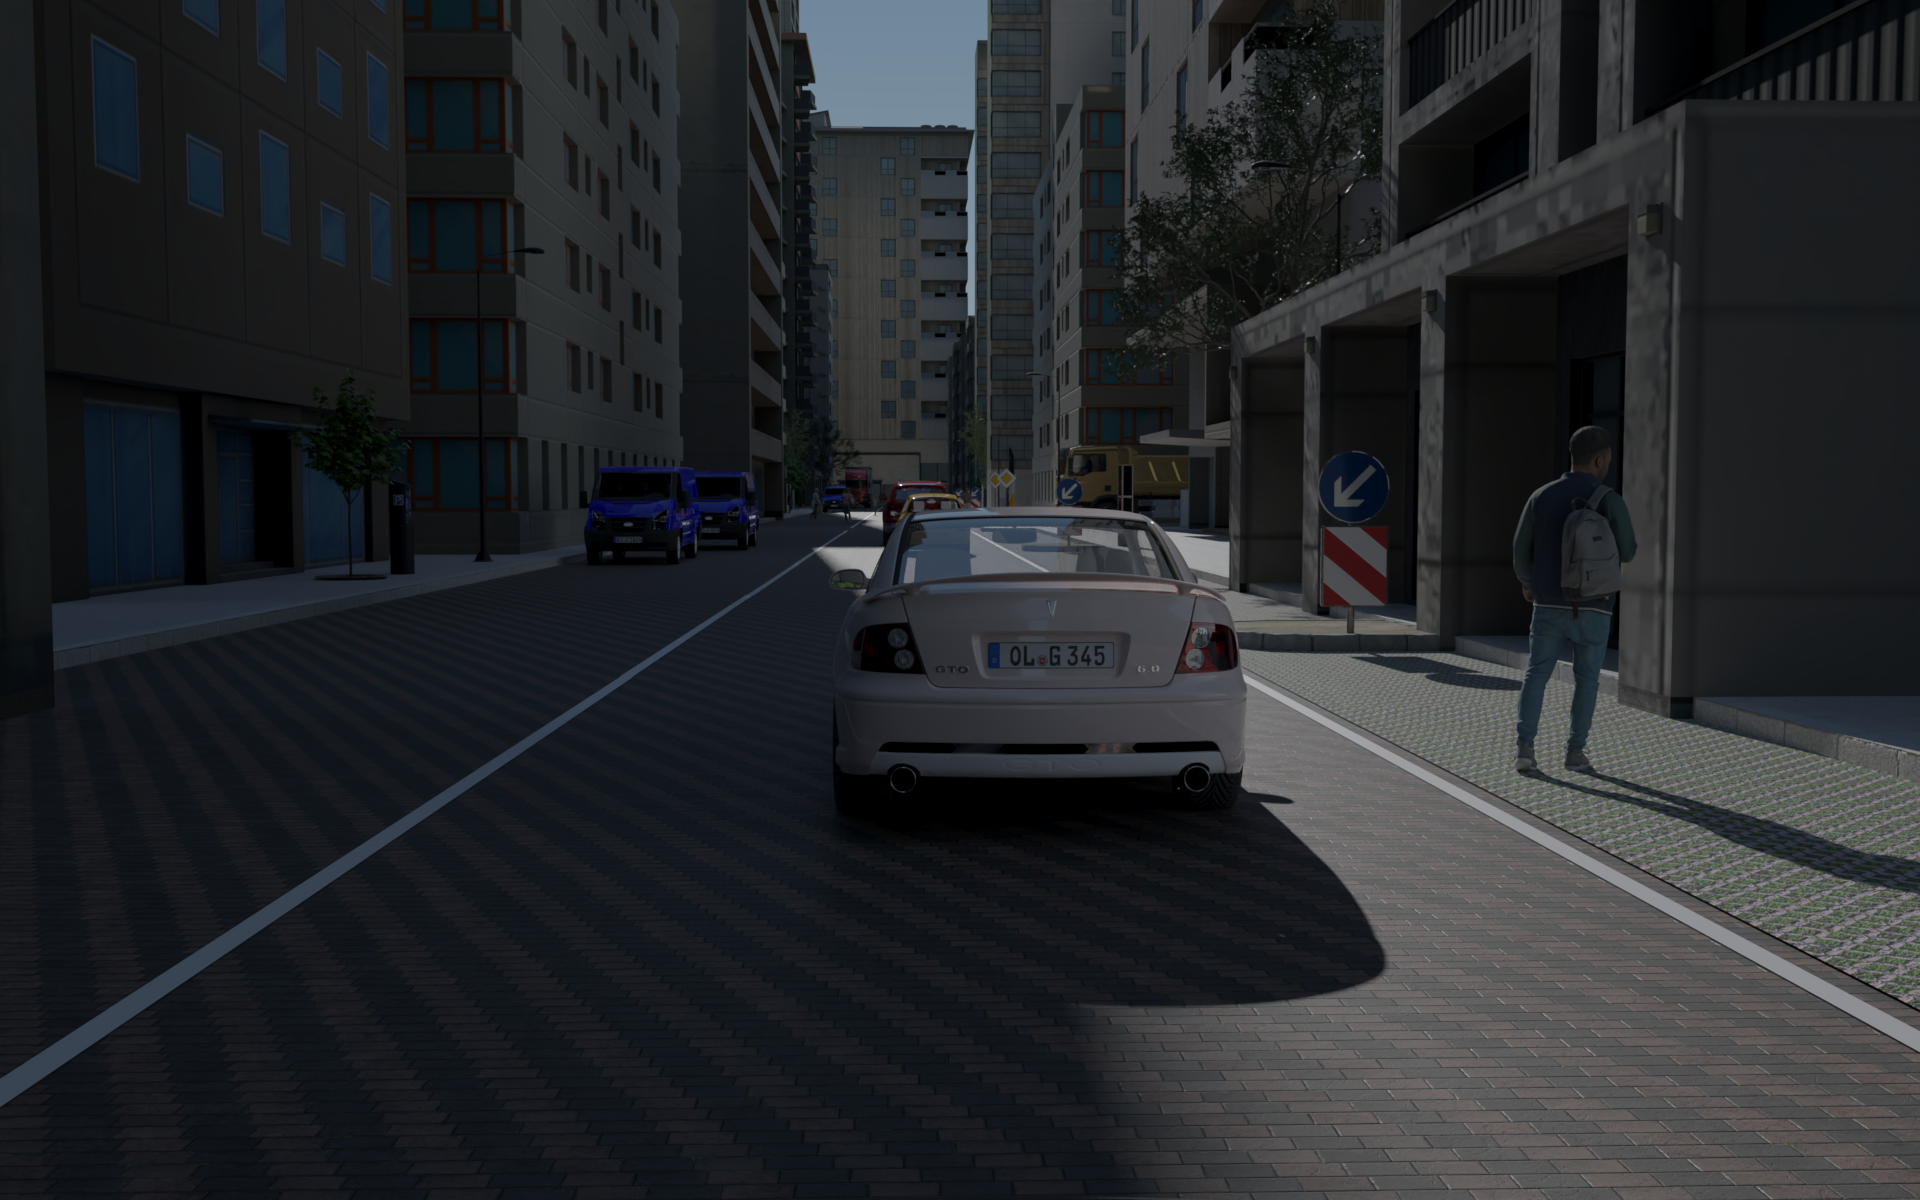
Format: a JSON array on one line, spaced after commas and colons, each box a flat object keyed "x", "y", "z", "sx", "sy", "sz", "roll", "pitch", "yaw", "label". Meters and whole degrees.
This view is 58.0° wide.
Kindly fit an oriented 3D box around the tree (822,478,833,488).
[{"x": -15.630, "y": -13.051, "z": 207.979, "sx": 1.663, "sy": 3.219, "sz": 1.824, "roll": 0, "pitch": 3, "yaw": 0, "label": "tree"}]

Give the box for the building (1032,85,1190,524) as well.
[{"x": 19.140, "y": -14.845, "z": 87.748, "sx": 28.899, "sy": 21.520, "sz": 27.650, "roll": 0, "pitch": 4, "yaw": -2, "label": "building"}]

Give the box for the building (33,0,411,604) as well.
[{"x": -17.378, "y": -22.945, "z": 25.257, "sx": 14.600, "sy": 45.320, "sz": 14.200, "roll": 0, "pitch": 4, "yaw": -2, "label": "building"}]

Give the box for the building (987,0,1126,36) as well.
[{"x": 8.748, "y": -26.421, "z": 115.578, "sx": 14.154, "sy": 41.232, "sz": 14.086, "roll": 0, "pitch": 4, "yaw": -2, "label": "building"}]

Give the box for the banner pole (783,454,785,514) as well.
[{"x": -11.071, "y": -7.253, "z": 108.600, "sx": 0.401, "sy": 3.779, "sz": 0.863, "roll": 0, "pitch": 4, "yaw": 3, "label": "banner pole"}]

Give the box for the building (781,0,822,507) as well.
[{"x": -25.482, "y": -45.763, "z": 186.471, "sx": 20.563, "sy": 71.187, "sz": 20.611, "roll": 0, "pitch": 4, "yaw": -2, "label": "building"}]

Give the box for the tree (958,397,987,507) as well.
[{"x": 1.956, "y": -11.163, "z": 132.883, "sx": 4.737, "sy": 8.622, "sz": 4.395, "roll": 0, "pitch": 3, "yaw": 0, "label": "tree"}]

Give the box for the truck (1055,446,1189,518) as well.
[{"x": 7.958, "y": -4.574, "z": 70.711, "sx": 9.791, "sy": 3.379, "sz": 3.469, "roll": 0, "pitch": 4, "yaw": -3, "label": "truck"}]

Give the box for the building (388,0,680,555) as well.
[{"x": -24.231, "y": -12.497, "z": 49.371, "sx": 28.899, "sy": 21.520, "sz": 27.650, "roll": 0, "pitch": 4, "yaw": -2, "label": "building"}]

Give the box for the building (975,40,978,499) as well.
[{"x": 8.307, "y": -29.154, "z": 160.256, "sx": 14.154, "sy": 41.232, "sz": 14.086, "roll": 0, "pitch": 4, "yaw": -2, "label": "building"}]

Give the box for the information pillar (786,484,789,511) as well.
[{"x": -12.849, "y": -7.596, "z": 128.684, "sx": 0.304, "sy": 2.012, "sz": 0.304, "roll": -3, "pitch": 5, "yaw": -45, "label": "information pillar"}]

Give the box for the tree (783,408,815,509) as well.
[{"x": -14.279, "y": -11.961, "z": 145.927, "sx": 4.737, "sy": 8.622, "sz": 4.395, "roll": 0, "pitch": 3, "yaw": 0, "label": "tree"}]

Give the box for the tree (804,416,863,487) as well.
[{"x": -15.429, "y": -16.410, "z": 202.716, "sx": 8.767, "sy": 10.594, "sz": 7.601, "roll": 0, "pitch": 4, "yaw": 3, "label": "tree"}]

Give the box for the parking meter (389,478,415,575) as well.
[{"x": -8.940, "y": -1.182, "z": 27.735, "sx": 0.372, "sy": 1.533, "sz": 0.369, "roll": 0, "pitch": 3, "yaw": 0, "label": "parking meter"}]

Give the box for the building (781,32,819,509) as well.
[{"x": -24.800, "y": -31.068, "z": 162.580, "sx": 22.147, "sy": 44.769, "sz": 28.867, "roll": 0, "pitch": 4, "yaw": -2, "label": "building"}]

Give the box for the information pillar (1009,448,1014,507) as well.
[{"x": 2.583, "y": -5.846, "z": 86.929, "sx": 0.183, "sy": 3.616, "sz": 0.504, "roll": -1, "pitch": 4, "yaw": -21, "label": "information pillar"}]

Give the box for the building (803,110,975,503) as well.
[{"x": -10.087, "y": -40.199, "z": 246.498, "sx": 27.495, "sy": 52.752, "sz": 28.713, "roll": 0, "pitch": 4, "yaw": -2, "label": "building"}]

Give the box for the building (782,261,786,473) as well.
[{"x": -26.580, "y": -16.610, "z": 116.607, "sx": 27.650, "sy": 21.520, "sz": 28.899, "roll": 0, "pitch": 4, "yaw": -2, "label": "building"}]

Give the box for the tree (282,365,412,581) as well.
[{"x": -9.053, "y": -1.923, "z": 26.040, "sx": 1.663, "sy": 3.219, "sz": 1.824, "roll": 0, "pitch": 3, "yaw": 0, "label": "tree"}]

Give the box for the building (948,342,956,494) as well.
[{"x": 12.684, "y": -22.437, "z": 211.892, "sx": 27.650, "sy": 21.520, "sz": 28.899, "roll": 0, "pitch": 4, "yaw": -2, "label": "building"}]

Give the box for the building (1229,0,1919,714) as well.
[{"x": 14.536, "y": -35.192, "z": 13.639, "sx": 20.563, "sy": 71.187, "sz": 20.611, "roll": 0, "pitch": 4, "yaw": -2, "label": "building"}]

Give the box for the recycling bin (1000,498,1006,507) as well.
[{"x": 2.760, "y": -5.889, "z": 108.844, "sx": 0.722, "sy": 1.027, "sz": 0.722, "roll": 0, "pitch": 4, "yaw": -7, "label": "recycling bin"}]

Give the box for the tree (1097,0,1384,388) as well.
[{"x": 5.885, "y": -5.954, "z": 31.762, "sx": 7.601, "sy": 10.594, "sz": 8.767, "roll": 3, "pitch": 5, "yaw": 44, "label": "tree"}]

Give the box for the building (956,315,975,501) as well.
[{"x": 14.143, "y": -20.641, "z": 182.516, "sx": 27.650, "sy": 21.520, "sz": 28.899, "roll": 0, "pitch": 4, "yaw": -2, "label": "building"}]

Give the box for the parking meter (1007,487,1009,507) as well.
[{"x": 2.754, "y": -5.612, "z": 97.470, "sx": 0.255, "sy": 1.863, "sz": 0.399, "roll": 2, "pitch": 4, "yaw": 26, "label": "parking meter"}]

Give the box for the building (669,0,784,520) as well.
[{"x": -19.970, "y": -28.079, "z": 82.796, "sx": 21.300, "sy": 48.544, "sz": 21.600, "roll": 0, "pitch": 4, "yaw": -2, "label": "building"}]

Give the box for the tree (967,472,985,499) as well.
[{"x": 1.658, "y": -9.653, "z": 152.422, "sx": 1.663, "sy": 3.219, "sz": 1.824, "roll": 0, "pitch": 3, "yaw": 0, "label": "tree"}]

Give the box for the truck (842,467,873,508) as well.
[{"x": -10.540, "y": -11.688, "z": 180.005, "sx": 2.839, "sy": 4.237, "sz": 11.283, "roll": 0, "pitch": 4, "yaw": -1, "label": "truck"}]

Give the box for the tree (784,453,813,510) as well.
[{"x": -13.567, "y": -9.537, "z": 139.639, "sx": 4.285, "sy": 4.588, "sz": 4.351, "roll": 0, "pitch": 3, "yaw": 0, "label": "tree"}]

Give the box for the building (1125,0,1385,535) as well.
[{"x": 19.888, "y": -28.204, "z": 50.371, "sx": 28.713, "sy": 52.752, "sz": 27.495, "roll": 0, "pitch": 4, "yaw": -2, "label": "building"}]

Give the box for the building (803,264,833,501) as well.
[{"x": -23.047, "y": -27.281, "z": 217.751, "sx": 14.107, "sy": 30.474, "sz": 14.160, "roll": 0, "pitch": 4, "yaw": -2, "label": "building"}]
